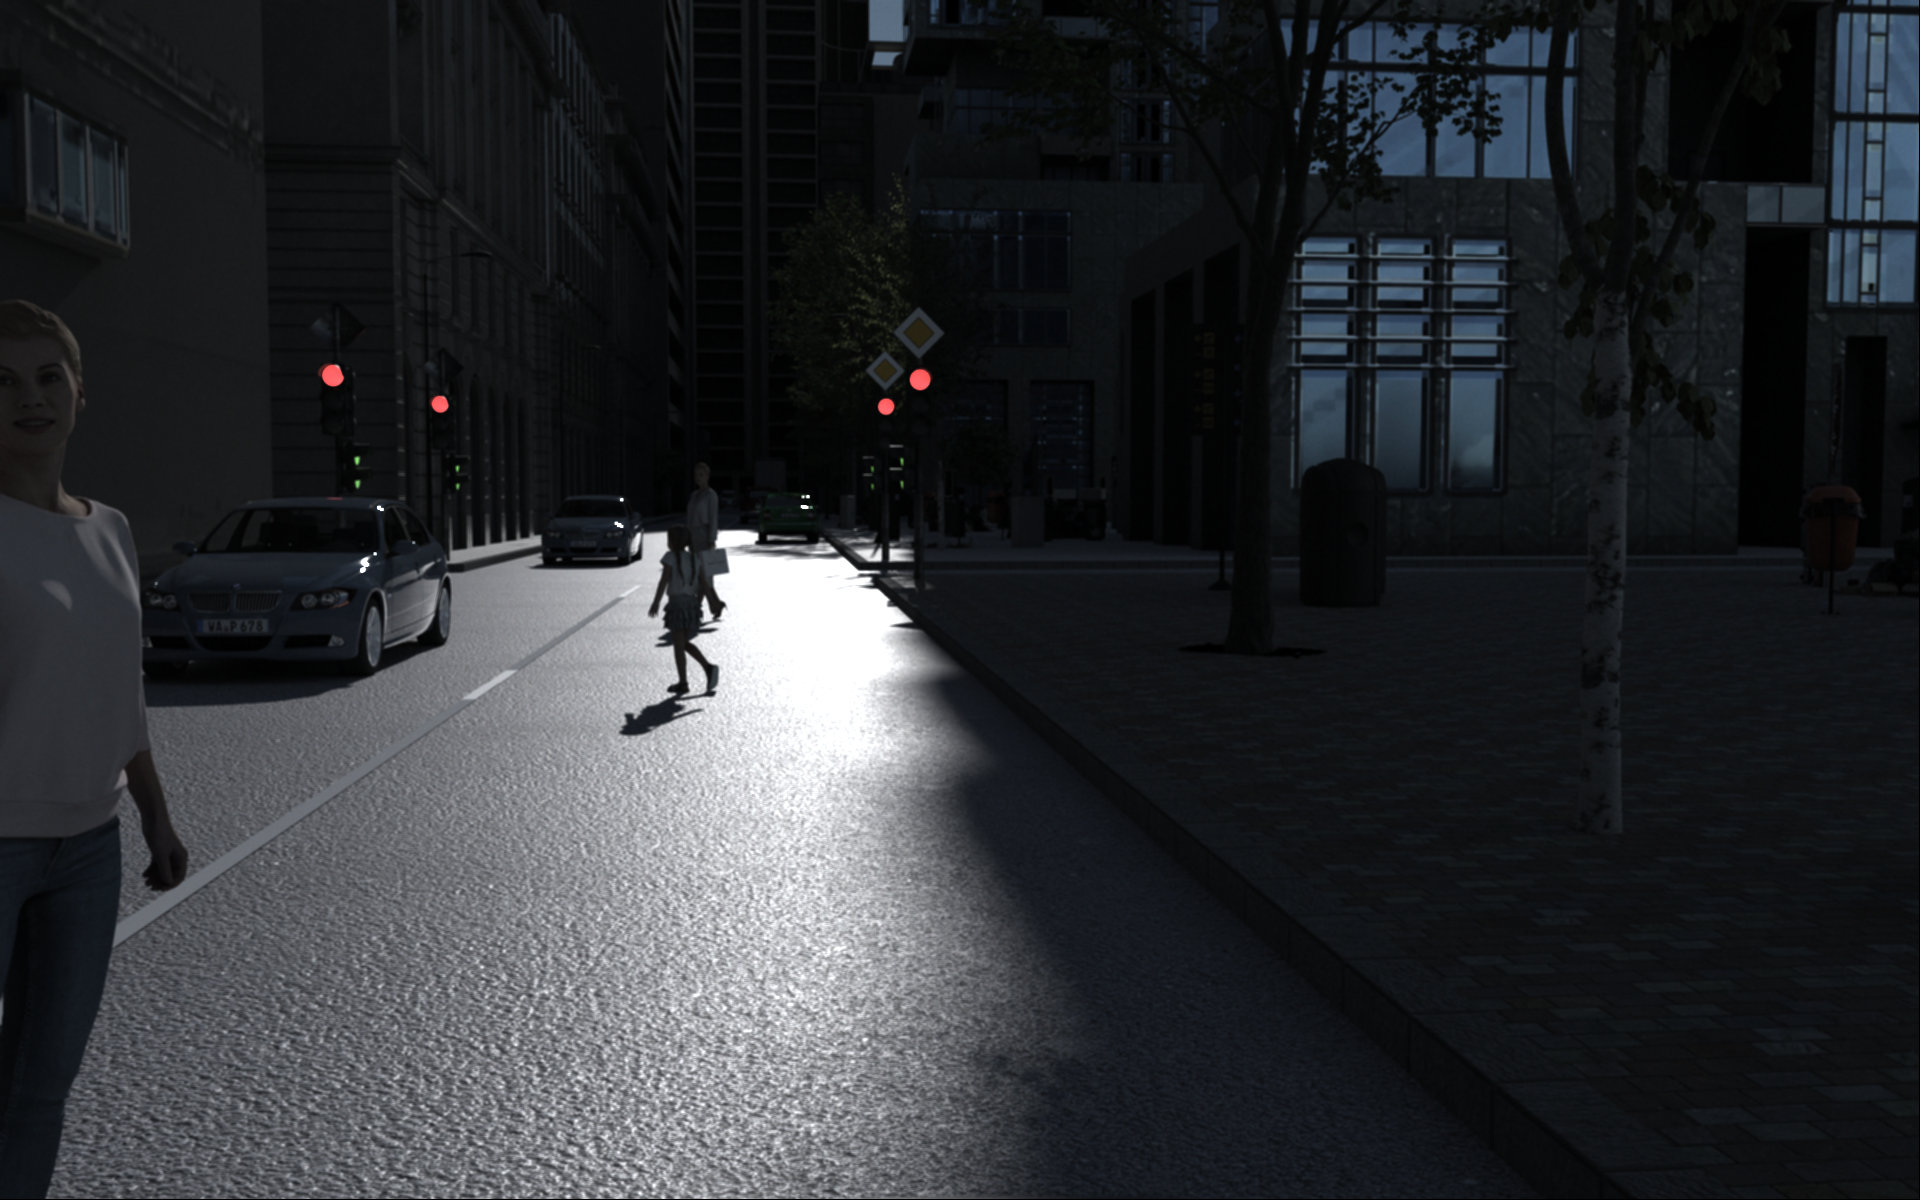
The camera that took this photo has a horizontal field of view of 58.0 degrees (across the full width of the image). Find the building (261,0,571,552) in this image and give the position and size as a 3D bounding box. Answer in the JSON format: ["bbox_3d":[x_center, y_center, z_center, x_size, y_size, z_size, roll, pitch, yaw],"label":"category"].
[{"bbox_3d":[-17.822,-12.335,43.485,13.314,21.916,24.055,0,4,-6],"label":"building"}]

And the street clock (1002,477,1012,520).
[{"bbox_3d":[2.017,-4.255,74.136,0.358,2.002,0.471,3,4,36],"label":"street clock"}]

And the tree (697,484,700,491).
[{"bbox_3d":[-24.585,-10.139,160.381,1.663,3.219,1.824,0,3,0],"label":"tree"}]

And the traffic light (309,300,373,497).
[{"bbox_3d":[-9.002,-2.216,25.158,0.839,4.253,0.868,0,4,-6],"label":"traffic light"}]

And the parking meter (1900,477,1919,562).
[{"bbox_3d":[13.403,-0.970,24.279,0.372,1.533,0.369,0,3,0],"label":"parking meter"}]

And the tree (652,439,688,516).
[{"bbox_3d":[-17.948,-7.360,104.054,4.285,4.588,4.351,0,3,0],"label":"tree"}]

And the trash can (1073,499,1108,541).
[{"bbox_3d":[3.711,-2.212,47.820,0.748,1.137,0.748,0,3,0],"label":"trash can"}]

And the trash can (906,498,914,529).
[{"bbox_3d":[-1.641,-3.229,64.452,0.748,1.137,0.748,0,3,0],"label":"trash can"}]

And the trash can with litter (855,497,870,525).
[{"bbox_3d":[-3.950,-3.717,72.159,0.624,1.170,1.055,2,4,26],"label":"trash can with litter"}]

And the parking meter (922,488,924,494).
[{"bbox_3d":[-1.649,-3.795,70.466,0.372,1.533,0.369,0,3,0],"label":"parking meter"}]

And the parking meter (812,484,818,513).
[{"bbox_3d":[-8.164,-5.619,97.586,0.255,1.863,0.399,-2,4,-34],"label":"parking meter"}]

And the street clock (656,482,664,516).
[{"bbox_3d":[-17.495,-5.888,100.843,0.471,2.002,0.358,0,4,4],"label":"street clock"}]

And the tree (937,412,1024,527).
[{"bbox_3d":[0.826,-5.134,67.662,4.285,4.588,4.351,0,3,0],"label":"tree"}]

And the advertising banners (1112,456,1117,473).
[{"bbox_3d":[7.392,-5.043,78.648,0.090,3.025,2.074,-2,4,-25],"label":"advertising banners"}]

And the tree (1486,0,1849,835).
[{"bbox_3d":[2.676,-3.423,6.326,4.737,8.622,4.395,0,3,0],"label":"tree"}]

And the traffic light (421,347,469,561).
[{"bbox_3d":[-9.846,-2.702,33.099,0.839,4.253,0.868,0,4,-6],"label":"traffic light"}]

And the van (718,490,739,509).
[{"bbox_3d":[-22.392,-9.813,167.460,2.013,2.044,4.112,0,4,-6],"label":"van"}]

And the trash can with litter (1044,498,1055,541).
[{"bbox_3d":[2.088,-2.178,47.000,0.624,1.170,1.055,-3,5,-40],"label":"trash can with litter"}]

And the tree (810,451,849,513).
[{"bbox_3d":[-8.543,-8.117,116.423,4.285,4.588,4.351,0,3,0],"label":"tree"}]

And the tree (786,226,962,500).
[{"bbox_3d":[-3.670,-9.529,73.931,7.486,12.596,7.792,0,3,0],"label":"tree"}]

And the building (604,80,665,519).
[{"bbox_3d":[-22.122,-14.950,86.230,13.314,21.916,24.055,0,4,-6],"label":"building"}]

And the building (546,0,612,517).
[{"bbox_3d":[-18.859,-13.224,65.362,9.793,20.994,18.267,0,4,-6],"label":"building"}]

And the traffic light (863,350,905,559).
[{"bbox_3d":[-1.484,-2.757,34.001,0.839,4.253,0.868,0,4,-6],"label":"traffic light"}]

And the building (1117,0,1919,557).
[{"bbox_3d":[20.132,-44.812,45.354,31.000,86.520,22.319,0,4,-6],"label":"building"}]

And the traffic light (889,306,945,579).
[{"bbox_3d":[-0.639,-2.272,26.060,0.839,4.253,0.868,0,4,-6],"label":"traffic light"}]

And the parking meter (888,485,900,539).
[{"bbox_3d":[-1.892,-2.488,49.084,0.372,1.533,0.369,0,3,0],"label":"parking meter"}]

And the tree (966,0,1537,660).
[{"bbox_3d":[2.505,-5.372,13.580,9.928,11.665,9.643,0,3,0],"label":"tree"}]

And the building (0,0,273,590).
[{"bbox_3d":[-19.216,-23.741,11.864,21.600,48.544,21.300,0,4,-6],"label":"building"}]

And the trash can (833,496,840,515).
[{"bbox_3d":[-7.263,-5.673,104.405,0.748,1.137,0.748,0,3,0],"label":"trash can"}]

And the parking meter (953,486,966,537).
[{"bbox_3d":[-0.030,-2.635,51.494,0.372,1.533,0.369,0,3,0],"label":"parking meter"}]

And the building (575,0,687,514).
[{"bbox_3d":[-29.997,-30.168,116.940,21.300,48.544,21.600,0,4,-6],"label":"building"}]

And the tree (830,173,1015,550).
[{"bbox_3d":[-0.589,-5.443,39.363,4.360,8.622,3.978,0,3,0],"label":"tree"}]

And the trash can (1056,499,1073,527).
[{"bbox_3d":[3.367,-2.614,54.397,0.748,1.137,0.748,0,3,0],"label":"trash can"}]

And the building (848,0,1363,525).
[{"bbox_3d":[5.698,-47.707,92.679,22.319,86.520,31.000,0,4,-6],"label":"building"}]

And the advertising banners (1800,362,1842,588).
[{"bbox_3d":[11.923,-1.700,23.983,0.090,3.025,2.074,1,4,16],"label":"advertising banners"}]

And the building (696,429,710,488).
[{"bbox_3d":[-40.782,-52.376,169.019,31.000,86.520,22.319,0,4,-6],"label":"building"}]

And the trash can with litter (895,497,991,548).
[{"bbox_3d":[-0.512,-1.869,41.617,2.233,1.210,1.678,2,4,32],"label":"trash can with litter"}]
